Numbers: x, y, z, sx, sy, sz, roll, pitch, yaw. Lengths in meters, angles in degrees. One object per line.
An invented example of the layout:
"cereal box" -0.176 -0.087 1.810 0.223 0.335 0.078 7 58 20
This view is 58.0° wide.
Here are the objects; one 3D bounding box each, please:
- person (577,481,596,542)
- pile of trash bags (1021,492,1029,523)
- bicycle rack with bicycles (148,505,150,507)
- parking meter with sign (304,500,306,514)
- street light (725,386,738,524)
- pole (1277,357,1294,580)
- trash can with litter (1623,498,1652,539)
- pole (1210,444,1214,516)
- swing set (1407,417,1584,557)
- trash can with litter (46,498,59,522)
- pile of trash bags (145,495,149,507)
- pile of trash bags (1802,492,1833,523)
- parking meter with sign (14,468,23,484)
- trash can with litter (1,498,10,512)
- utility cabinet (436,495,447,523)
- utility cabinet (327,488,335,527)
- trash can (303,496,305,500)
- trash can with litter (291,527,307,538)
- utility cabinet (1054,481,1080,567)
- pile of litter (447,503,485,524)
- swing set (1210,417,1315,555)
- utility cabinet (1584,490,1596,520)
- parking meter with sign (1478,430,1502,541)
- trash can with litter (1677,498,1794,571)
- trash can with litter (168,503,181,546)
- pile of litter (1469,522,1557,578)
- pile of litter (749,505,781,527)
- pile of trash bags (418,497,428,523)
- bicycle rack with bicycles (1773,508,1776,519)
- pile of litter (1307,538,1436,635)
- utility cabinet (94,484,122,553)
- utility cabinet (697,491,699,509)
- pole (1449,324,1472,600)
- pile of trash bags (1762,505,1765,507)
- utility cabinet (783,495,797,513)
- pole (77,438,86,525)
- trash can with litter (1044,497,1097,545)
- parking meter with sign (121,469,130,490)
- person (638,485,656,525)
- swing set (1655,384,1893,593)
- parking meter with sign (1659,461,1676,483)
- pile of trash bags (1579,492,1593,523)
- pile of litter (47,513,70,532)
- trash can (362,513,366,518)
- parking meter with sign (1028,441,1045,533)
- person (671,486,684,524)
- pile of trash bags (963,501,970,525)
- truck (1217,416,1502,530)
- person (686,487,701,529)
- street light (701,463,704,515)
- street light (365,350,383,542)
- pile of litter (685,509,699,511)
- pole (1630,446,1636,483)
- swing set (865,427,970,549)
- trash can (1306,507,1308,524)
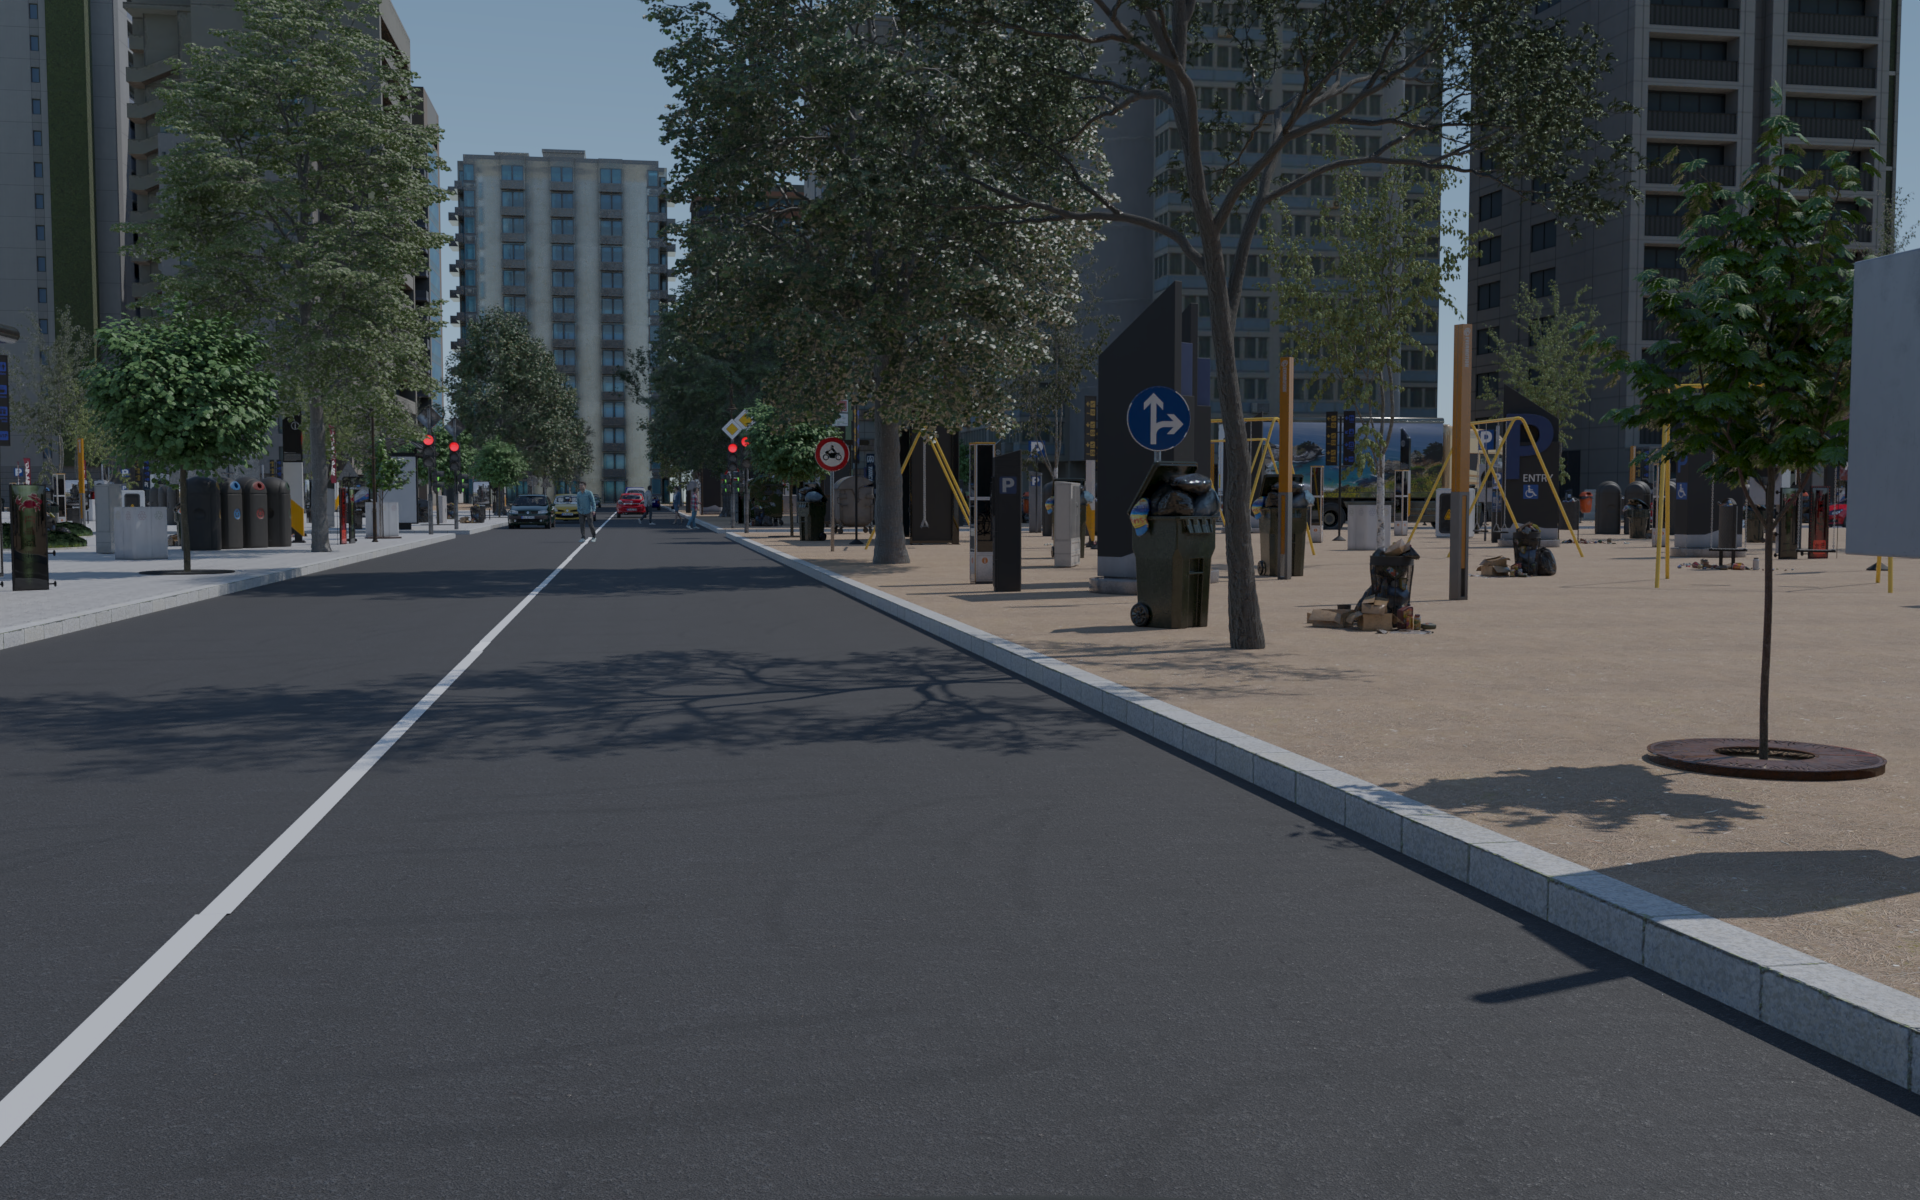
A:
"person" -11.166 -2.651 51.869 0.660 1.820 0.620 1 4 15
"pile of trash bags" 2.685 -4.050 75.963 1.912 1.369 3.447 -1 4 -10
"bicycle rack with bicycles" -57.408 -6.773 124.128 2.852 0.926 2.925 -3 5 -43
"parking meter with sign" -43.081 -7.115 112.597 0.543 3.016 1.738 0 4 2
"street light" -9.634 -6.134 73.074 0.468 5.910 1.993 -1 4 -11
"pole" 4.872 -1.961 25.913 0.158 3.312 0.155 0 3 0
"trash can with litter" 19.583 -2.338 49.615 1.055 1.170 0.624 -1 4 -21
"pole" 10.184 -4.666 70.139 0.158 3.312 0.155 0 3 0
"swing set" 11.174 -2.383 36.587 2.862 2.851 3.119 0 4 -4
"trash can with litter" -32.251 -3.083 61.789 0.624 1.170 1.055 3 4 39
"pile of trash bags" -54.110 -6.422 114.758 3.447 1.369 1.912 0 4 -5
"pile of trash bags" 37.818 -4.067 76.246 1.912 1.369 3.447 0 4 -4
"parking meter with sign" -63.266 -7.371 116.771 0.543 3.016 1.738 -1 4 -18
"trash can with litter" -69.239 -6.977 125.459 1.055 1.170 0.624 -2 4 -35
"utility cabinet" -22.936 -4.004 76.630 0.306 1.237 1.020 0 4 -7
"utility cabinet" -24.316 -3.546 66.650 0.318 1.500 1.173 -2 4 -29
"trash can" -44.074 -6.363 115.683 0.748 1.137 0.748 0 3 0
"trash can with litter" -20.160 -2.495 51.846 1.678 1.210 2.233 -1 4 -14
"utility cabinet" 1.912 -1.342 30.624 0.318 1.500 1.173 1 4 12
"pile of litter" -21.558 -3.800 76.097 1.176 0.858 1.719 2 4 23
"swing set" 5.536 -2.361 36.220 2.862 2.851 3.119 -3 5 -44
"utility cabinet" 31.425 -4.696 85.458 1.173 1.500 0.318 2 4 35
"parking meter with sign" 14.994 -3.134 47.509 1.738 3.016 0.543 -2 4 -33
"trash can with litter" 13.206 -1.154 29.922 1.678 1.210 2.233 0 4 1
"trash can with litter" -19.197 -1.909 42.600 1.055 1.170 0.624 2 4 33
"pile of litter" 8.654 -0.809 27.187 1.719 0.858 1.176 -2 4 -24
"pile of litter" -7.871 -3.341 68.596 1.719 0.858 1.176 2 4 35
"pile of trash bags" -24.690 -4.129 77.267 1.912 1.369 3.447 -1 4 -15
"bicycle rack with bicycles" 40.774 -4.329 84.166 2.925 0.926 2.852 -2 4 -23
"pile of litter" 3.941 -0.164 16.644 1.176 0.858 1.719 0 4 3
"utility cabinet" -18.473 -1.766 37.560 0.318 1.500 1.173 -1 4 -15
"utility cabinet" -20.389 -7.780 135.877 0.318 1.500 1.173 1 4 23
"pole" 6.039 -1.654 20.890 0.158 3.312 0.155 0 3 0
"pile of trash bags" 34.566 -4.093 76.678 1.912 1.369 3.447 3 5 40
"utility cabinet" -11.679 -6.576 118.676 1.020 1.237 0.306 -2 4 -24
"pole" -32.213 -4.261 63.515 0.158 3.312 0.155 0 3 0
"trash can with litter" 3.128 -1.991 43.617 2.233 1.210 1.678 -1 4 -13
"parking meter with sign" -57.643 -7.537 119.494 0.543 3.016 1.738 -1 4 -21
"person" -14.652 -4.445 81.027 0.795 1.843 0.661 -2 4 -30
"swing set" 11.280 -1.632 24.306 3.119 2.851 2.862 2 4 25
"parking meter with sign" 34.882 -5.407 84.665 0.543 3.016 1.738 -1 4 -10
"pile of trash bags" 26.560 -4.075 76.373 3.447 1.369 1.912 -2 4 -27
"pile of litter" -23.316 -1.840 44.041 1.719 0.858 1.176 -2 4 -25
"trash can" -32.219 -5.034 93.966 0.748 1.137 0.748 0 3 0
"parking meter with sign" 2.520 -3.743 57.465 0.543 3.016 1.738 0 4 1
"person" -13.397 -4.506 82.202 0.654 1.822 0.581 -2 4 -27
"pile of trash bags" -1.339 -3.805 71.957 3.447 1.369 1.912 0 4 -6
"truck" 15.302 -4.613 64.332 11.283 4.237 2.839 -1 4 -11
"person" -10.975 -3.793 71.360 0.643 1.720 0.563 -1 4 -10
"street light" -15.763 -8.132 105.741 0.468 5.910 1.993 -1 4 -11
"street light" -15.617 -4.482 46.063 0.468 5.910 1.993 -1 4 -11
"pile of litter" -20.438 -7.265 132.753 1.176 0.858 1.719 -1 4 -20
"pole" 28.535 -4.873 73.512 0.158 3.312 0.155 0 3 0
"swing set" -0.856 -2.690 41.598 2.862 2.851 3.119 0 4 -3
"trash can" 11.529 -2.891 58.926 0.748 1.137 0.748 0 3 0
